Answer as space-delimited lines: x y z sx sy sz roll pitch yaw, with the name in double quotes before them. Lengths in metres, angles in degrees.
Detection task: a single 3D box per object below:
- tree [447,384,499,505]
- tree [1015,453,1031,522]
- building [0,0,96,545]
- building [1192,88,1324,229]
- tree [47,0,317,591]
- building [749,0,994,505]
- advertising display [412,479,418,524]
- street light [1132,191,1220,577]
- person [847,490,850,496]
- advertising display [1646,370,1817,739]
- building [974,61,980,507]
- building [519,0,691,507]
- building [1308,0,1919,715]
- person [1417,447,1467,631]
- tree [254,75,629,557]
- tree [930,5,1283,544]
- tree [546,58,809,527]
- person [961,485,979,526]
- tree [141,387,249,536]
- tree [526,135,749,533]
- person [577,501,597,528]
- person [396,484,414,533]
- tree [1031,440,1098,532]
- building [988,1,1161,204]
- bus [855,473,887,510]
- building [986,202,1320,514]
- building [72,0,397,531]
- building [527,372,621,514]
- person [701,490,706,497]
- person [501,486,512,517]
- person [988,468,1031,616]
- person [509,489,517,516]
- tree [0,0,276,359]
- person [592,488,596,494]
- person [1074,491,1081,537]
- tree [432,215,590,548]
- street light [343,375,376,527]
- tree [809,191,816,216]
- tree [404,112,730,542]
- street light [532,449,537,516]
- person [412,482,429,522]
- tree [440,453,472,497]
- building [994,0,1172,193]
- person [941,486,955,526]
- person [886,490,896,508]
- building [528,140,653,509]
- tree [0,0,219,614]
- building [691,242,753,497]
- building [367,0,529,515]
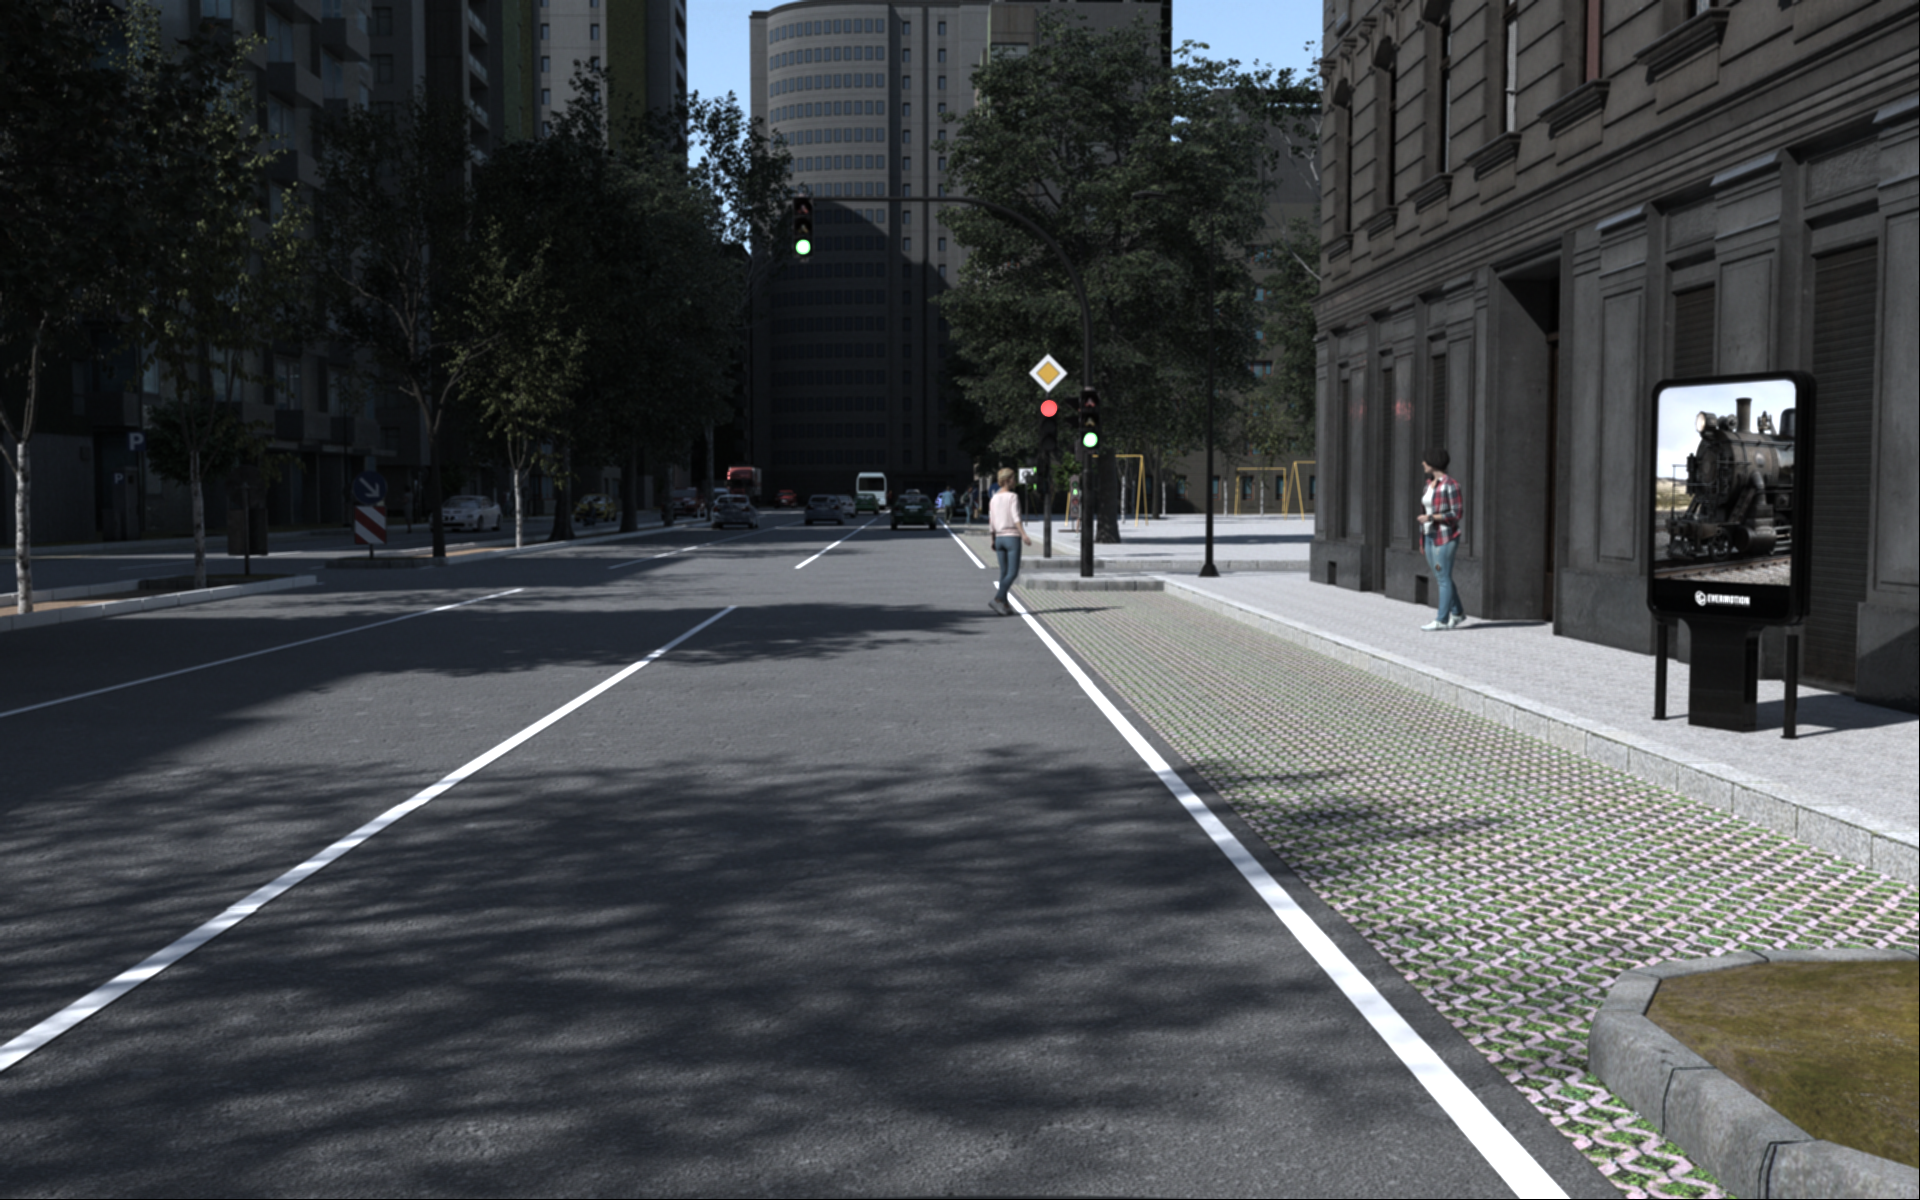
"tree" -24.945 -8.653 91.846 4.360 8.622 3.978 0 3 0
"tree" 3.319 -5.284 80.997 1.663 3.219 1.824 0 3 0
"building" -31.171 -16.459 40.802 14.160 30.474 14.107 0 4 -1
"building" 31.534 -30.247 178.126 14.086 41.232 14.154 0 4 -1
"tree" -11.056 -4.404 24.823 4.737 8.622 4.395 0 3 0
"building" -10.256 -40.571 205.329 28.212 58.520 21.231 0 4 -1
"advertising display" -23.389 -4.229 74.354 0.123 1.923 0.974 -1 4 -10
"street light" 3.332 -3.315 26.739 1.470 5.913 1.316 0 4 -1
"person" -10.378 -9.294 160.473 0.705 1.823 1.348 0 4 5
"advertising display" 4.172 -0.258 9.427 0.123 1.923 0.974 -2 4 -26
"building" 8.591 -32.225 176.993 14.600 45.320 14.200 0 4 -1
"building" -41.769 -38.593 172.989 28.212 58.520 21.231 0 4 -1
"building" 10.076 -10.216 16.189 9.793 20.994 18.267 0 4 -1
"person" 4.566 -0.578 16.337 0.643 1.720 0.563 -1 4 -10
"tree" -11.228 -6.150 37.428 8.767 10.594 7.601 0 4 -1
"tree" 3.746 -8.434 44.554 9.857 13.997 8.962 0 3 0
"tree" -13.993 -13.319 76.116 12.611 20.169 13.585 0 3 0
"person" 0.447 -4.157 76.450 0.794 1.824 0.713 -2 4 -34
"tree" -23.412 -4.238 52.998 4.285 4.588 4.351 0 3 0
"tree" -12.039 -9.384 62.543 9.857 13.997 8.962 0 3 0
"person" -15.738 -3.643 73.565 0.738 1.151 1.012 -2 4 -33
"person" -20.201 -3.326 63.237 0.532 1.782 0.716 1 4 8
"tree" 3.736 -3.934 58.918 1.663 3.219 1.824 0 3 0
"building" 9.302 -28.422 148.301 14.154 41.232 14.086 0 4 -1
"bus" -8.039 -9.916 156.984 2.948 3.499 13.247 0 4 -3
"building" 16.345 -17.274 127.472 27.650 21.520 28.899 0 4 -1
"building" -37.838 -27.576 70.484 23.786 49.044 30.456 0 4 -1
"building" -40.597 -17.026 123.420 27.650 21.520 28.899 0 4 -1
"person" -27.016 -10.704 181.762 0.721 1.736 1.217 -3 5 -44
"person" -25.845 -5.615 98.681 0.643 1.720 0.563 3 5 39
"person" 0.546 -0.689 20.433 0.731 1.740 0.598 3 4 37
"person" -26.320 -5.896 102.547 0.850 1.850 0.679 0 4 7
"tree" -10.822 -5.720 12.988 9.611 12.733 9.660 0 3 0
"person" -25.331 -6.894 119.674 0.530 1.710 0.541 -2 4 -33
"person" 3.703 -2.720 51.525 0.512 1.701 0.522 -1 4 -19
"tree" -11.466 -5.624 44.779 4.737 8.622 4.395 0 3 0
"street light" -23.230 -5.778 67.017 1.470 5.913 1.316 0 4 -1
"tree" -14.002 -14.095 88.807 12.611 20.169 13.585 0 3 0
"tree" -11.965 -8.101 51.921 9.611 12.733 9.660 0 3 0
"street light" -24.089 -7.804 100.137 1.470 5.913 1.316 0 4 -1
"person" -24.818 -4.516 79.660 0.755 1.850 0.659 0 4 -5
"tree" -24.299 -5.388 82.692 1.663 3.219 1.824 0 3 0
"building" 14.332 -46.823 203.803 20.611 71.187 20.563 0 4 -1
"person" -0.549 -4.232 78.043 0.601 1.785 0.444 1 4 18
"person" -6.904 -10.038 172.582 1.348 1.831 0.705 -3 5 -39
"building" -33.888 -22.819 144.784 14.160 30.474 14.107 0 4 -1
"tree" -10.923 -4.120 20.185 4.360 8.622 3.978 0 3 0
"building" -31.287 -26.243 200.771 14.107 30.474 14.160 0 4 -1
"building" -34.025 -25.532 101.041 14.154 41.232 14.086 0 4 -1
